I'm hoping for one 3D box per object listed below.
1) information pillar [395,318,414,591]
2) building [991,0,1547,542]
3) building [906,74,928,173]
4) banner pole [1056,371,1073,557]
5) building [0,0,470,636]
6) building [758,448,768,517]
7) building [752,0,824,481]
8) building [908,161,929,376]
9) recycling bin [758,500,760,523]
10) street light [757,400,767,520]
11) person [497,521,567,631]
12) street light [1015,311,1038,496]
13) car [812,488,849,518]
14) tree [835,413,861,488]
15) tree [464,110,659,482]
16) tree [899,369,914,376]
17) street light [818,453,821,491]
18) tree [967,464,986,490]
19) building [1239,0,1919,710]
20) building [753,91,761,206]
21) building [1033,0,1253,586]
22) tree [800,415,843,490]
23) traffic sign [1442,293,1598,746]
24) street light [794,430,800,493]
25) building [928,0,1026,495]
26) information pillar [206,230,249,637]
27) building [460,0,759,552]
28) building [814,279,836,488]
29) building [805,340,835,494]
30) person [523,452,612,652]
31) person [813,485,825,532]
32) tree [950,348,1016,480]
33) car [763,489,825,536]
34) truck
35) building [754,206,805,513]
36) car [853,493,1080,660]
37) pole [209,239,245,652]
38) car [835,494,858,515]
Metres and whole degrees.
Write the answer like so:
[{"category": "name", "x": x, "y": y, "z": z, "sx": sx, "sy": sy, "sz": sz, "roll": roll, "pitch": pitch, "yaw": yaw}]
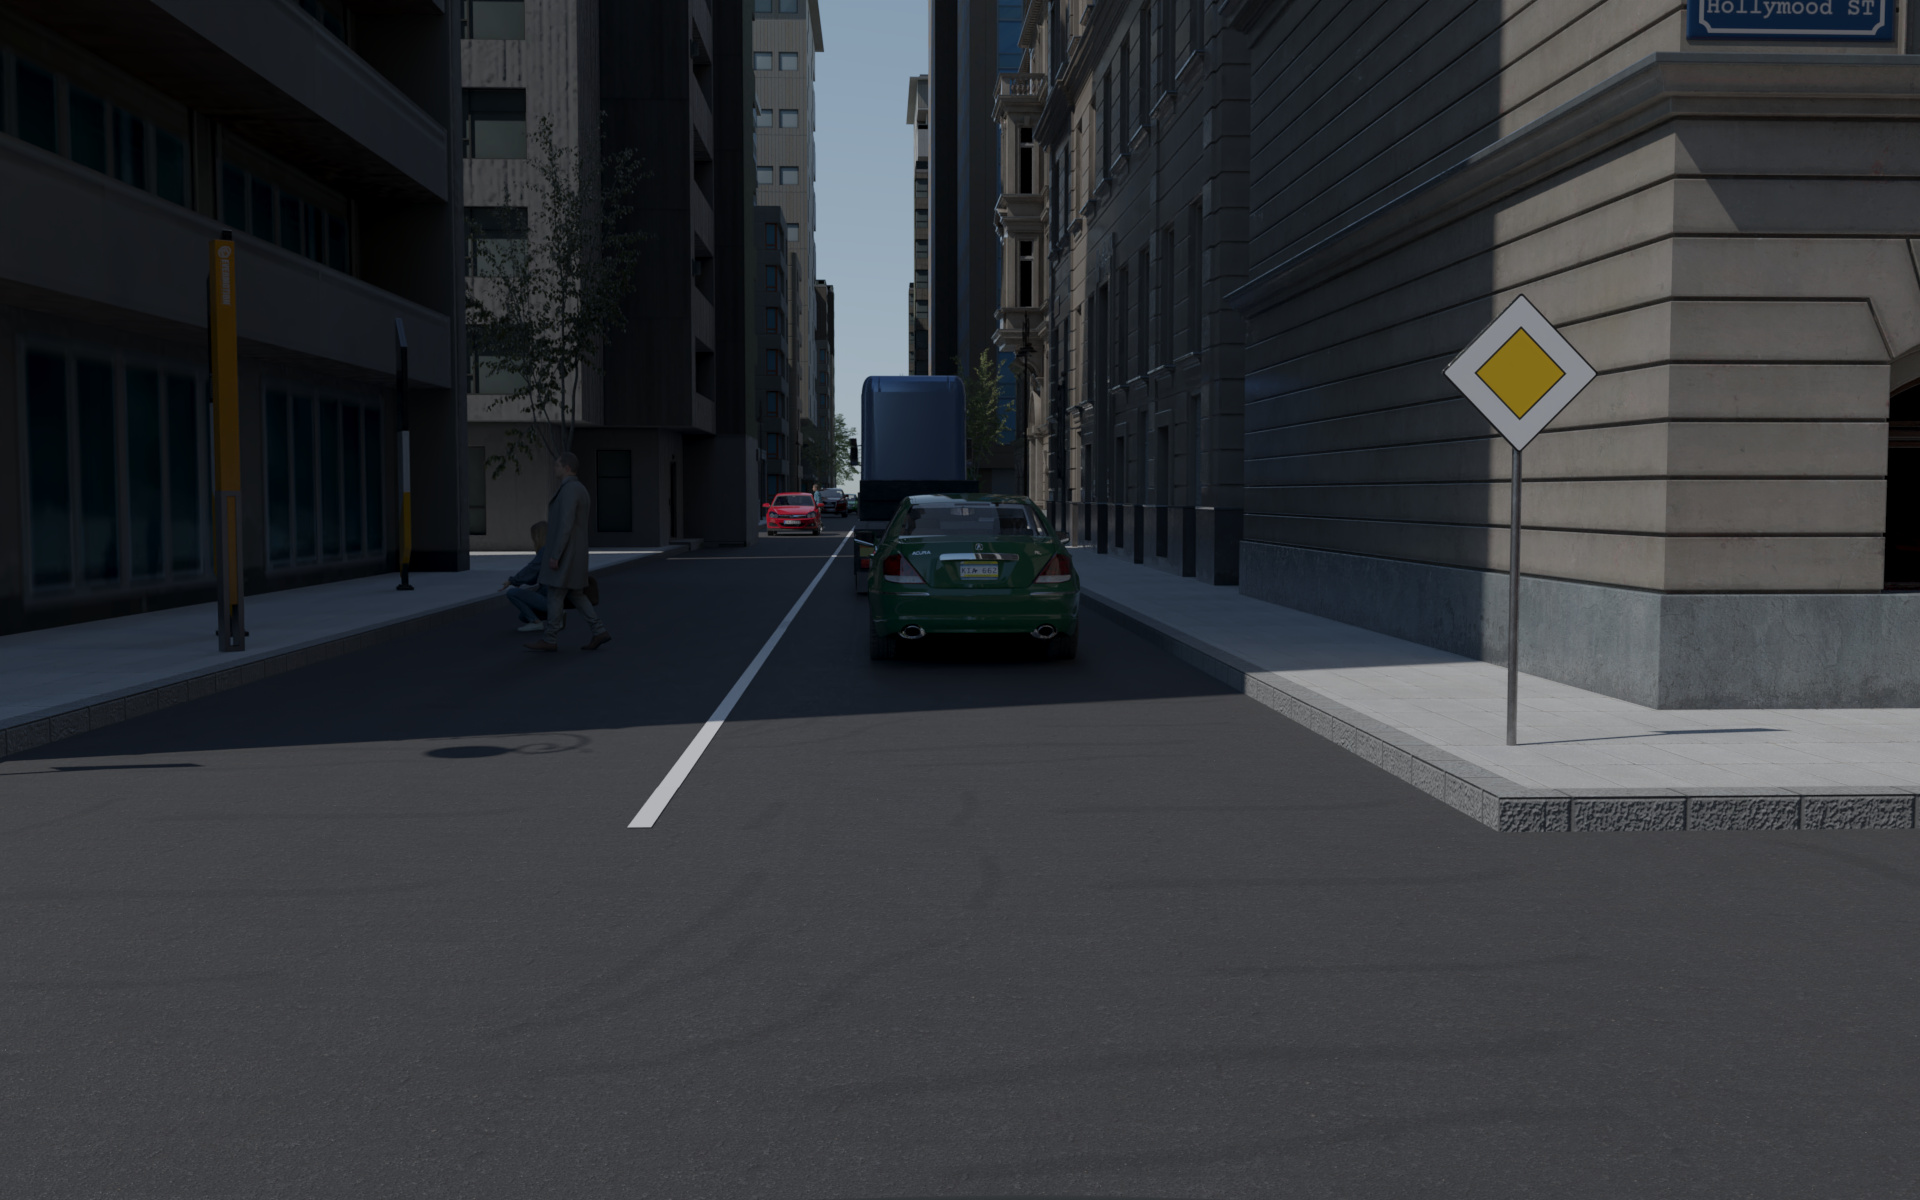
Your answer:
[{"category": "information pillar", "x": -7.390, "y": -1.935, "z": 22.993, "sx": 0.183, "sy": 3.616, "sz": 0.504, "roll": -2, "pitch": 4, "yaw": -26}, {"category": "building", "x": 8.542, "y": -15.118, "z": 66.259, "sx": 14.460, "sy": 24.649, "sz": 34.723, "roll": 0, "pitch": 4, "yaw": -3}, {"category": "building", "x": 7.922, "y": -38.302, "z": 215.470, "sx": 28.713, "sy": 52.752, "sz": 27.495, "roll": 0, "pitch": 4, "yaw": -3}, {"category": "banner pole", "x": 2.042, "y": -2.752, "z": 35.010, "sx": 0.401, "sy": 3.779, "sz": 0.863, "roll": 1, "pitch": 4, "yaw": 15}, {"category": "building", "x": -18.437, "y": -24.047, "z": 16.864, "sx": 21.300, "sy": 48.544, "sz": 21.600, "roll": 0, "pitch": 4, "yaw": -3}, {"category": "building", "x": -21.009, "y": -39.972, "z": 91.800, "sx": 20.563, "sy": 71.187, "sz": 20.611, "roll": 0, "pitch": 4, "yaw": -3}, {"category": "building", "x": -28.686, "y": -36.081, "z": 179.158, "sx": 28.713, "sy": 52.752, "sz": 27.495, "roll": 0, "pitch": 4, "yaw": -3}, {"category": "building", "x": 2.909, "y": -23.325, "z": 153.063, "sx": 14.160, "sy": 30.474, "sz": 14.107, "roll": 0, "pitch": 4, "yaw": -3}, {"category": "recycling bin", "x": -9.321, "y": -3.956, "z": 77.235, "sx": 0.722, "sy": 1.027, "sz": 0.722, "roll": 0, "pitch": 4, "yaw": 2}, {"category": "street light", "x": -9.766, "y": -6.864, "z": 85.019, "sx": 0.468, "sy": 5.910, "sz": 1.993, "roll": 0, "pitch": 4, "yaw": -3}, {"category": "person", "x": -4.515, "y": -0.254, "z": 18.150, "sx": 0.738, "sy": 1.151, "sz": 1.012, "roll": 1, "pitch": 4, "yaw": 8}, {"category": "street light", "x": 1.660, "y": -4.342, "z": 43.784, "sx": 0.468, "sy": 5.910, "sz": 1.993, "roll": 0, "pitch": 4, "yaw": -3}, {"category": "car", "x": -7.996, "y": -6.026, "z": 107.205, "sx": 2.281, "sy": 1.827, "sz": 5.304, "roll": 0, "pitch": 4, "yaw": -2}, {"category": "tree", "x": -17.427, "y": -19.839, "z": 242.487, "sx": 7.486, "sy": 12.596, "sz": 7.792, "roll": 0, "pitch": 3, "yaw": 0}, {"category": "tree", "x": -7.766, "y": -5.061, "z": 33.111, "sx": 4.360, "sy": 8.622, "sz": 3.978, "roll": 0, "pitch": 3, "yaw": 0}, {"category": "tree", "x": -4.359, "y": -15.815, "z": 168.940, "sx": 12.009, "sy": 13.543, "sz": 11.850, "roll": 0, "pitch": 3, "yaw": 0}, {"category": "street light", "x": -13.741, "y": -11.968, "z": 168.457, "sx": 0.468, "sy": 5.910, "sz": 1.993, "roll": 0, "pitch": 4, "yaw": -3}, {"category": "tree", "x": 0.298, "y": -5.989, "z": 92.522, "sx": 1.663, "sy": 3.219, "sz": 1.824, "roll": 0, "pitch": 3, "yaw": 0}, {"category": "building", "x": 20.808, "y": -12.011, "z": 15.462, "sx": 34.723, "sy": 24.649, "sz": 14.460, "roll": 0, "pitch": 4, "yaw": -3}, {"category": "building", "x": -29.550, "y": -27.624, "z": 143.531, "sx": 32.217, "sy": 40.220, "sz": 23.993, "roll": 0, "pitch": 4, "yaw": -3}, {"category": "building", "x": 8.616, "y": -14.586, "z": 35.744, "sx": 12.463, "sy": 27.353, "sz": 25.104, "roll": 0, "pitch": 4, "yaw": -3}, {"category": "tree", "x": -13.144, "y": -12.866, "z": 160.719, "sx": 4.360, "sy": 8.622, "sz": 3.978, "roll": 0, "pitch": 3, "yaw": 0}, {"category": "traffic sign", "x": 2.812, "y": -0.314, "z": 8.776, "sx": 0.795, "sy": 2.450, "sz": 0.064, "roll": 0, "pitch": 4, "yaw": -3}, {"category": "street light", "x": -11.644, "y": -9.263, "z": 124.244, "sx": 0.468, "sy": 5.910, "sz": 1.993, "roll": 0, "pitch": 4, "yaw": -3}, {"category": "building", "x": 5.021, "y": -28.373, "z": 114.014, "sx": 14.600, "sy": 45.320, "sz": 14.200, "roll": 0, "pitch": 4, "yaw": -3}, {"category": "information pillar", "x": -6.636, "y": -1.484, "z": 15.619, "sx": 0.183, "sy": 3.616, "sz": 0.504, "roll": -3, "pitch": 5, "yaw": -41}, {"category": "building", "x": -12.691, "y": -16.625, "z": 43.520, "sx": 14.160, "sy": 30.474, "sz": 14.107, "roll": 0, "pitch": 4, "yaw": -3}, {"category": "building", "x": -23.794, "y": -28.014, "z": 229.731, "sx": 14.160, "sy": 30.474, "sz": 14.107, "roll": 0, "pitch": 4, "yaw": -3}, {"category": "building", "x": -29.306, "y": -22.215, "z": 208.258, "sx": 27.650, "sy": 21.520, "sz": 28.899, "roll": 0, "pitch": 4, "yaw": -3}, {"category": "person", "x": -3.601, "y": -0.442, "z": 15.833, "sx": 0.767, "sy": 1.812, "sz": 0.694, "roll": 0, "pitch": 3, "yaw": 0}, {"category": "person", "x": -5.251, "y": -3.398, "z": 64.395, "sx": 0.444, "sy": 1.785, "sz": 0.601, "roll": 1, "pitch": 4, "yaw": 16}, {"category": "tree", "x": 0.740, "y": -8.429, "z": 88.176, "sx": 4.737, "sy": 8.622, "sz": 4.395, "roll": 0, "pitch": 3, "yaw": 0}, {"category": "car", "x": -5.817, "y": -3.165, "z": 60.784, "sx": 2.155, "sy": 1.783, "sz": 4.494, "roll": 0, "pitch": 4, "yaw": -4}, {"category": "truck", "x": -0.754, "y": -2.681, "z": 33.588, "sx": 2.967, "sy": 4.110, "sz": 18.799, "roll": 0, "pitch": 4, "yaw": -3}, {"category": "building", "x": -25.240, "y": -16.687, "z": 117.879, "sx": 27.650, "sy": 21.520, "sz": 28.899, "roll": 0, "pitch": 4, "yaw": -3}, {"category": "car", "x": 0.048, "y": -0.283, "z": 16.433, "sx": 2.131, "sy": 1.459, "sz": 4.920, "roll": 0, "pitch": 4, "yaw": -3}, {"category": "pole", "x": -5.946, "y": -1.235, "z": 14.044, "sx": 0.158, "sy": 3.312, "sz": 0.155, "roll": 0, "pitch": 3, "yaw": 0}, {"category": "car", "x": -7.835, "y": -6.828, "z": 120.439, "sx": 1.959, "sy": 1.807, "sz": 4.718, "roll": 0, "pitch": 4, "yaw": -5}]
